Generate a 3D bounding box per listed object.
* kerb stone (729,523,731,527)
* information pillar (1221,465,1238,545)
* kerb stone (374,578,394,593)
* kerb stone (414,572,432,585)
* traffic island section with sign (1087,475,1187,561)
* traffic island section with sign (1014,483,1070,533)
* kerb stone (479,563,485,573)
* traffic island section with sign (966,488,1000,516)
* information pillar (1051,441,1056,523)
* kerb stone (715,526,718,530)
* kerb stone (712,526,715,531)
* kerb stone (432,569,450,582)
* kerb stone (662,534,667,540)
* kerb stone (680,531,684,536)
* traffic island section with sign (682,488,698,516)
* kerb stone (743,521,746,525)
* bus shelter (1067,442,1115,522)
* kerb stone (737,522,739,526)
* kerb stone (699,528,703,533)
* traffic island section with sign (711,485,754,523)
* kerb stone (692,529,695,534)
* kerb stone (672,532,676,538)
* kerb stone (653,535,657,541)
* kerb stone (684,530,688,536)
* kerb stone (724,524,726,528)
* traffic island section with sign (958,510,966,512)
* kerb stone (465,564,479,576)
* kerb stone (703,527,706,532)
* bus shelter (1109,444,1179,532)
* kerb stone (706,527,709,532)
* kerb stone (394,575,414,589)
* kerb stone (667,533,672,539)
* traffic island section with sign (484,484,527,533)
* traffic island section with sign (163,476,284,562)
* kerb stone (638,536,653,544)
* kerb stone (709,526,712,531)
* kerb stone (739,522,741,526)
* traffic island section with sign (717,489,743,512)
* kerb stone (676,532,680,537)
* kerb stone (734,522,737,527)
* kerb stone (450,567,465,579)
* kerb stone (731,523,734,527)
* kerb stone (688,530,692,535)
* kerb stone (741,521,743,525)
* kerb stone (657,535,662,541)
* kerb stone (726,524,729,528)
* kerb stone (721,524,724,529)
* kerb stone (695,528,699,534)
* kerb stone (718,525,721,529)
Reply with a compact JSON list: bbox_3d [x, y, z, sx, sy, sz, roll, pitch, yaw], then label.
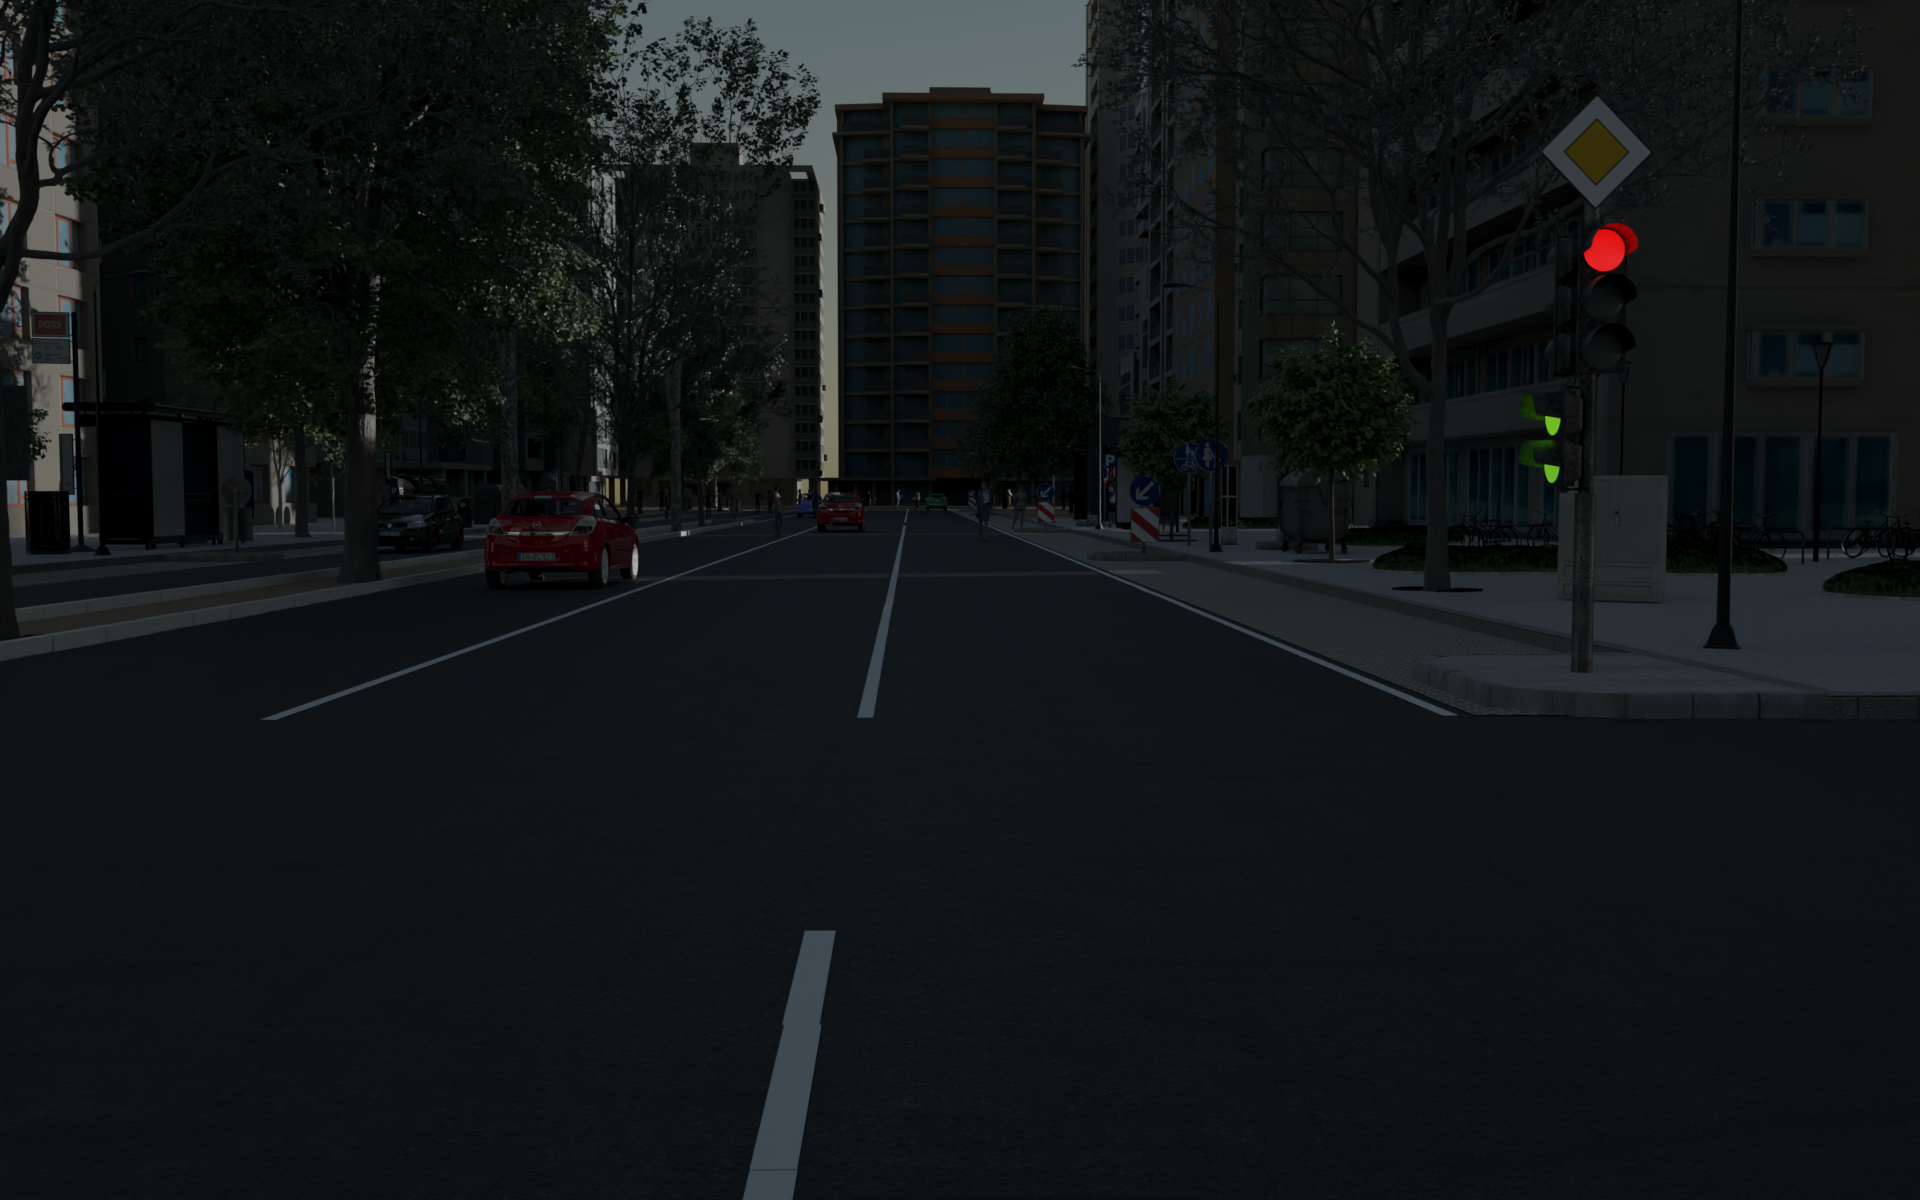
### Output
[{"bbox_3d":[-9.946,-3.150,73.704,0.120,0.150,1.000,0,4,-2],"label":"kerb stone"},{"bbox_3d":[6.793,-2.397,43.688,0.304,2.012,0.304,-1,4,-23],"label":"information pillar"},{"bbox_3d":[-8.580,-0.194,25.505,0.120,0.150,1.000,0,4,-2],"label":"kerb stone"},{"bbox_3d":[-8.636,-0.327,27.551,0.120,0.150,1.000,0,4,-2],"label":"kerb stone"},{"bbox_3d":[3.798,-1.772,37.601,1.989,1.847,2.006,0,4,-2],"label":"traffic island section with sign"},{"bbox_3d":[3.029,-3.420,64.545,1.989,1.847,2.006,0,4,-2],"label":"traffic island section with sign"},{"bbox_3d":[-8.752,-0.579,31.655,0.120,0.150,1.000,0,4,-2],"label":"kerb stone"},{"bbox_3d":[1.619,-6.481,114.597,1.989,1.847,2.006,0,4,-2],"label":"traffic island section with sign"},{"bbox_3d":[4.173,-5.243,77.081,0.183,3.616,0.504,0,4,5],"label":"information pillar"},{"bbox_3d":[-9.793,-2.836,68.585,0.120,0.150,1.000,0,4,-2],"label":"kerb stone"},{"bbox_3d":[-9.761,-2.772,67.564,0.120,0.150,1.000,0,4,-2],"label":"kerb stone"},{"bbox_3d":[-8.658,-0.390,28.573,0.120,0.150,1.000,0,4,-2],"label":"kerb stone"},{"bbox_3d":[-9.390,-1.956,54.223,0.120,0.150,1.000,0,4,-2],"label":"kerb stone"},{"bbox_3d":[-9.505,-2.211,58.338,0.120,0.150,1.000,0,4,-2],"label":"kerb stone"},{"bbox_3d":[-17.876,-6.424,113.661,1.989,1.847,2.006,0,4,-2],"label":"traffic island section with sign"},{"bbox_3d":[-10.116,-3.527,79.874,0.120,0.150,1.000,0,4,-2],"label":"kerb stone"},{"bbox_3d":[6.089,-5.473,80.773,1.731,3.624,6.357,0,4,-1],"label":"bus shelter"},{"bbox_3d":[-10.022,-3.339,76.788,0.120,0.150,1.000,0,4,-2],"label":"kerb stone"},{"bbox_3d":[-9.644,-2.524,63.455,0.120,0.150,1.000,0,4,-2],"label":"kerb stone"},{"bbox_3d":[-11.360,-4.815,86.869,2.006,1.907,1.989,0,4,-2],"label":"traffic island section with sign"},{"bbox_3d":[-9.593,-2.398,61.406,0.120,0.150,1.000,0,4,-2],"label":"kerb stone"},{"bbox_3d":[-9.447,-2.085,56.281,0.120,0.150,1.000,0,4,-2],"label":"kerb stone"},{"bbox_3d":[-9.330,-1.830,52.176,0.120,0.150,1.000,0,4,-2],"label":"kerb stone"},{"bbox_3d":[-9.542,-2.273,59.362,0.120,0.150,1.000,0,4,-2],"label":"kerb stone"},{"bbox_3d":[-9.881,-3.025,71.654,0.120,0.150,1.000,0,4,-2],"label":"kerb stone"},{"bbox_3d":[0.853,-8.129,141.542,1.989,1.847,2.006,0,4,-2],"label":"traffic island section with sign"},{"bbox_3d":[-8.728,-0.508,30.624,0.120,0.150,1.000,0,4,-2],"label":"kerb stone"},{"bbox_3d":[-9.683,-2.586,64.476,0.120,0.150,1.000,0,4,-2],"label":"kerb stone"},{"bbox_3d":[6.479,-4.052,60.173,2.014,3.302,5.546,0,4,-2],"label":"bus shelter"},{"bbox_3d":[-9.712,-2.647,65.502,0.120,0.150,1.000,0,4,-2],"label":"kerb stone"},{"bbox_3d":[-8.608,-0.262,26.529,0.120,0.150,1.000,0,4,-2],"label":"kerb stone"},{"bbox_3d":[-9.408,-2.022,55.260,0.120,0.150,1.000,0,4,-2],"label":"kerb stone"},{"bbox_3d":[-16.487,-3.409,64.366,1.989,1.847,2.006,0,4,-2],"label":"traffic island section with sign"},{"bbox_3d":[-15.721,-1.748,37.211,1.989,1.847,2.006,0,4,-2],"label":"traffic island section with sign"},{"bbox_3d":[-9.292,-1.768,51.151,0.120,0.150,1.000,0,4,-2],"label":"kerb stone"},{"bbox_3d":[-9.741,-2.710,66.531,0.120,0.150,1.000,0,4,-2],"label":"kerb stone"},{"bbox_3d":[-10.060,-3.402,77.822,0.120,0.150,1.000,0,4,-2],"label":"kerb stone"},{"bbox_3d":[-18.645,-8.072,140.605,1.989,1.847,2.006,0,4,-2],"label":"traffic island section with sign"},{"bbox_3d":[-9.483,-2.148,57.307,0.120,0.150,1.000,0,4,-2],"label":"kerb stone"},{"bbox_3d":[-9.996,-3.272,75.757,0.120,0.150,1.000,0,4,-2],"label":"kerb stone"},{"bbox_3d":[-8.695,-0.453,29.599,0.120,0.150,1.000,0,4,-2],"label":"kerb stone"},{"bbox_3d":[-9.964,-3.213,74.733,0.120,0.150,1.000,0,4,-2],"label":"kerb stone"},{"bbox_3d":[-9.559,-2.336,60.384,0.120,0.150,1.000,0,4,-2],"label":"kerb stone"},{"bbox_3d":[-10.091,-3.465,78.852,0.120,0.150,1.000,0,4,-2],"label":"kerb stone"},{"bbox_3d":[-9.358,-1.896,53.198,0.120,0.150,1.000,0,4,-2],"label":"kerb stone"},{"bbox_3d":[-9.915,-3.088,72.682,0.120,0.150,1.000,0,4,-2],"label":"kerb stone"},{"bbox_3d":[-9.854,-2.958,70.632,0.120,0.150,1.000,0,4,-2],"label":"kerb stone"},{"bbox_3d":[-9.622,-2.461,62.427,0.120,0.150,1.000,0,4,-2],"label":"kerb stone"},{"bbox_3d":[-9.824,-2.899,69.610,0.120,0.150,1.000,0,4,-2],"label":"kerb stone"}]
